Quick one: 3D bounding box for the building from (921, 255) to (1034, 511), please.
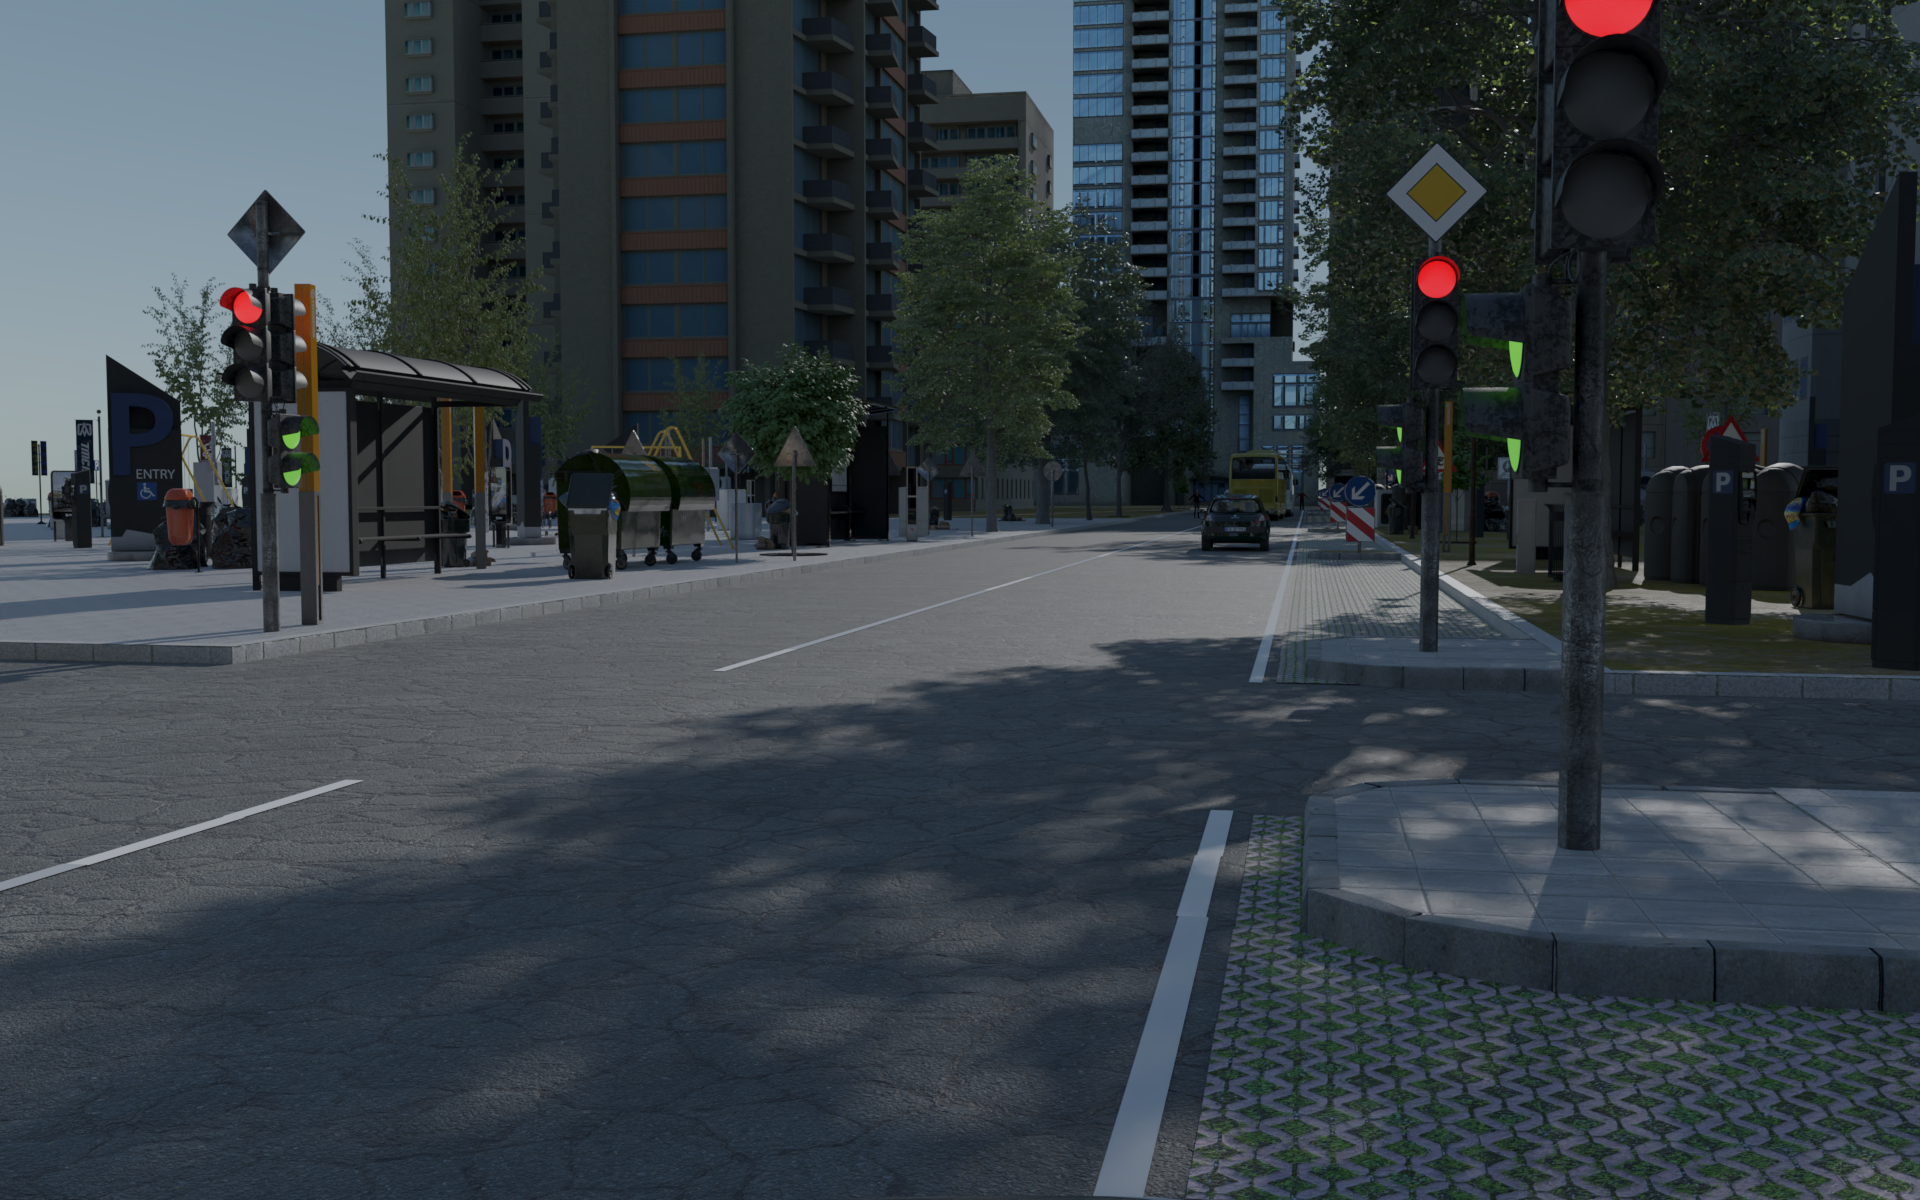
[{"bbox_3d":[-10.293,-18.275,143.837,28.899,21.520,27.650,1,4,11],"label":"building"}]

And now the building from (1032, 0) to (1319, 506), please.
[{"bbox_3d":[25.070,-53.976,195.171,31.000,86.520,22.319,1,4,11],"label":"building"}]

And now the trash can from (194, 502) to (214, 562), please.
[{"bbox_3d":[-14.443,-1.285,32.664,0.748,1.137,0.748,0,3,0],"label":"trash can"}]

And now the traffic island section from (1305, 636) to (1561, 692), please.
[{"bbox_3d":[3.842,0.499,14.123,2.009,0.180,2.903,1,4,11],"label":"traffic island section"}]

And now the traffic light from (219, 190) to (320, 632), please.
[{"bbox_3d":[-6.407,-1.659,16.043,0.839,4.253,0.868,1,4,11],"label":"traffic light"}]

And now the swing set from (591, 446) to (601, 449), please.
[{"bbox_3d":[-10.702,-3.612,56.680,3.119,2.851,2.862,-1,4,-14],"label":"swing set"}]

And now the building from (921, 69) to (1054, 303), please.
[{"bbox_3d":[-1.019,-35.368,201.963,21.600,48.544,21.300,1,4,11],"label":"building"}]

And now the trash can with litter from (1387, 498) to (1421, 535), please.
[{"bbox_3d":[14.087,-2.661,54.898,1.055,1.170,0.624,1,4,21],"label":"trash can with litter"}]

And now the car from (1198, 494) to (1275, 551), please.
[{"bbox_3d":[7.163,-2.149,44.917,2.009,1.686,4.222,1,4,10],"label":"car"}]

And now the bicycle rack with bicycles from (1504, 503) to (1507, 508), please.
[{"bbox_3d":[26.545,-4.256,82.970,2.925,0.926,2.852,2,4,26],"label":"bicycle rack with bicycles"}]

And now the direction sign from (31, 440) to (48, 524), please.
[{"bbox_3d":[-39.077,-4.989,73.569,0.379,3.537,0.876,1,4,12],"label":"direction sign"}]

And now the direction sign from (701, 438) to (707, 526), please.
[{"bbox_3d":[-10.490,-4.813,70.686,0.379,3.537,0.876,0,4,-2],"label":"direction sign"}]

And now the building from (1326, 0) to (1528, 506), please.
[{"bbox_3d":[51.034,-45.965,189.786,20.611,71.187,20.563,1,4,11],"label":"building"}]

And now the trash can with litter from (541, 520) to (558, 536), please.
[{"bbox_3d":[-12.126,-2.600,53.570,2.233,1.210,1.678,-1,4,-14],"label":"trash can with litter"}]

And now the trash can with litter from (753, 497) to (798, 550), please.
[{"bbox_3d":[-4.271,-1.752,40.031,0.624,1.170,1.055,2,4,30],"label":"trash can with litter"}]

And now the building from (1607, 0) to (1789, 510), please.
[{"bbox_3d":[46.747,-25.985,108.454,14.154,41.232,14.086,1,4,11],"label":"building"}]

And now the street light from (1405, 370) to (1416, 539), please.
[{"bbox_3d":[13.024,-4.704,49.700,0.468,5.910,1.993,1,4,11],"label":"street light"}]

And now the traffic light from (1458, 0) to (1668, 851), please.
[{"bbox_3d":[2.233,-1.056,6.187,0.839,4.253,0.868,1,4,11],"label":"traffic light"}]

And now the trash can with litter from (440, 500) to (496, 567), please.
[{"bbox_3d":[-8.796,-1.177,30.632,0.624,1.170,1.055,3,5,39],"label":"trash can with litter"}]

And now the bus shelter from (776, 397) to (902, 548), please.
[{"bbox_3d":[-3.025,-3.254,44.479,1.731,3.624,6.357,1,4,11],"label":"bus shelter"}]

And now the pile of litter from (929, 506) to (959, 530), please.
[{"bbox_3d":[-0.841,-2.963,62.405,1.719,0.858,1.176,0,4,-3],"label":"pile of litter"}]

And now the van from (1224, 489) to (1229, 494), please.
[{"bbox_3d":[23.657,-8.774,150.463,2.013,2.044,4.112,1,4,10],"label":"van"}]

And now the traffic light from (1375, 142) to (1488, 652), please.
[{"bbox_3d":[3.805,-1.535,14.017,0.839,4.253,0.868,1,4,11],"label":"traffic light"}]

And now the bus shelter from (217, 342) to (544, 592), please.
[{"bbox_3d":[-8.194,-1.917,25.262,2.014,3.302,5.546,1,4,11],"label":"bus shelter"}]

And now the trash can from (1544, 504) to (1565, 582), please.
[{"bbox_3d":[8.926,-0.837,25.332,0.748,1.137,0.748,0,3,0],"label":"trash can"}]

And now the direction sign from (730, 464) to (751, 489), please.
[{"bbox_3d":[-8.586,-4.630,67.693,0.876,3.537,0.379,-2,4,-33],"label":"direction sign"}]

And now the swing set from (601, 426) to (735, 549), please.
[{"bbox_3d":[-7.000,-2.682,41.465,2.862,2.851,3.119,-1,4,-14],"label":"swing set"}]

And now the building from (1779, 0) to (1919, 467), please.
[{"bbox_3d":[41.074,-31.700,60.302,21.231,58.520,28.212,1,4,11],"label":"building"}]

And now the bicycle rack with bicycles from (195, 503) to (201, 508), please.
[{"bbox_3d":[-30.324,-3.339,67.974,2.925,0.926,2.852,2,4,30],"label":"bicycle rack with bicycles"}]

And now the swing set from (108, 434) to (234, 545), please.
[{"bbox_3d":[-20.137,-2.882,44.737,2.862,2.851,3.119,-1,4,-10],"label":"swing set"}]

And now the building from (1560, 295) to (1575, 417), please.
[{"bbox_3d":[55.060,-28.990,128.605,22.147,44.769,28.867,1,4,11],"label":"building"}]

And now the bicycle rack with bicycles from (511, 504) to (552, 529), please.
[{"bbox_3d":[-16.364,-3.139,64.700,2.852,0.926,2.925,-1,4,-10],"label":"bicycle rack with bicycles"}]

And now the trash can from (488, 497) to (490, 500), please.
[{"bbox_3d":[-21.544,-4.139,79.327,0.748,1.137,0.748,0,3,0],"label":"trash can"}]

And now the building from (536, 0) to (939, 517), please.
[{"bbox_3d":[-13.645,-27.752,108.366,22.147,44.769,28.867,1,4,11],"label":"building"}]

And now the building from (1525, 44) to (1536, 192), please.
[{"bbox_3d":[76.103,-36.733,189.828,27.495,52.752,28.713,1,4,11],"label":"building"}]

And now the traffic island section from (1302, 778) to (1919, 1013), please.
[{"bbox_3d":[2.270,0.978,6.293,2.009,0.180,2.903,1,4,11],"label":"traffic island section"}]

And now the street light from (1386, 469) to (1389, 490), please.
[{"bbox_3d":[16.842,-5.837,68.229,0.468,5.910,1.993,1,4,11],"label":"street light"}]

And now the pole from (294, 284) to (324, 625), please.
[{"bbox_3d":[-6.364,-1.412,16.925,0.158,3.312,0.155,0,3,0],"label":"pole"}]

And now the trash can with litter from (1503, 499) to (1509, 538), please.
[{"bbox_3d":[15.204,-2.151,46.558,1.055,1.170,0.624,0,4,-4],"label":"trash can with litter"}]

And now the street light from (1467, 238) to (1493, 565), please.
[{"bbox_3d":[9.248,-3.568,31.120,0.468,5.910,1.993,1,4,11],"label":"street light"}]

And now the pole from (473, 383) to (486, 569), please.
[{"bbox_3d":[-8.214,-2.187,29.604,0.158,3.312,0.155,0,3,0],"label":"pole"}]

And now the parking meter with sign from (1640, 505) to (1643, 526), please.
[{"bbox_3d":[26.631,-4.498,69.806,1.738,3.016,0.543,3,5,42],"label":"parking meter with sign"}]

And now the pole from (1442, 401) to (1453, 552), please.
[{"bbox_3d":[10.733,-2.708,38.112,0.158,3.312,0.155,0,3,0],"label":"pole"}]

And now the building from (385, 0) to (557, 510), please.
[{"bbox_3d":[-34.578,-32.209,150.314,21.600,48.544,21.300,1,4,11],"label":"building"}]

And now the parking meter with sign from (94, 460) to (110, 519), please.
[{"bbox_3d":[-43.497,-5.671,88.989,1.738,3.016,0.543,0,4,-6],"label":"parking meter with sign"}]

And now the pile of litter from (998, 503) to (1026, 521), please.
[{"bbox_3d":[2.428,-4.152,81.856,1.176,0.858,1.719,-1,4,-22],"label":"pile of litter"}]

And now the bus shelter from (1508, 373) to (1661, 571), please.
[{"bbox_3d":[11.052,-2.288,31.333,2.014,3.302,5.546,1,4,11],"label":"bus shelter"}]

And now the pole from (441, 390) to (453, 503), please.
[{"bbox_3d":[-9.680,-2.376,32.694,0.158,3.312,0.155,0,3,0],"label":"pole"}]

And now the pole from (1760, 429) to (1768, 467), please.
[{"bbox_3d":[25.038,-3.680,54.008,0.158,3.312,0.155,0,3,0],"label":"pole"}]

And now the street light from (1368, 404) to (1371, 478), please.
[{"bbox_3d":[20.525,-6.975,86.837,0.468,5.910,1.993,1,4,11],"label":"street light"}]
